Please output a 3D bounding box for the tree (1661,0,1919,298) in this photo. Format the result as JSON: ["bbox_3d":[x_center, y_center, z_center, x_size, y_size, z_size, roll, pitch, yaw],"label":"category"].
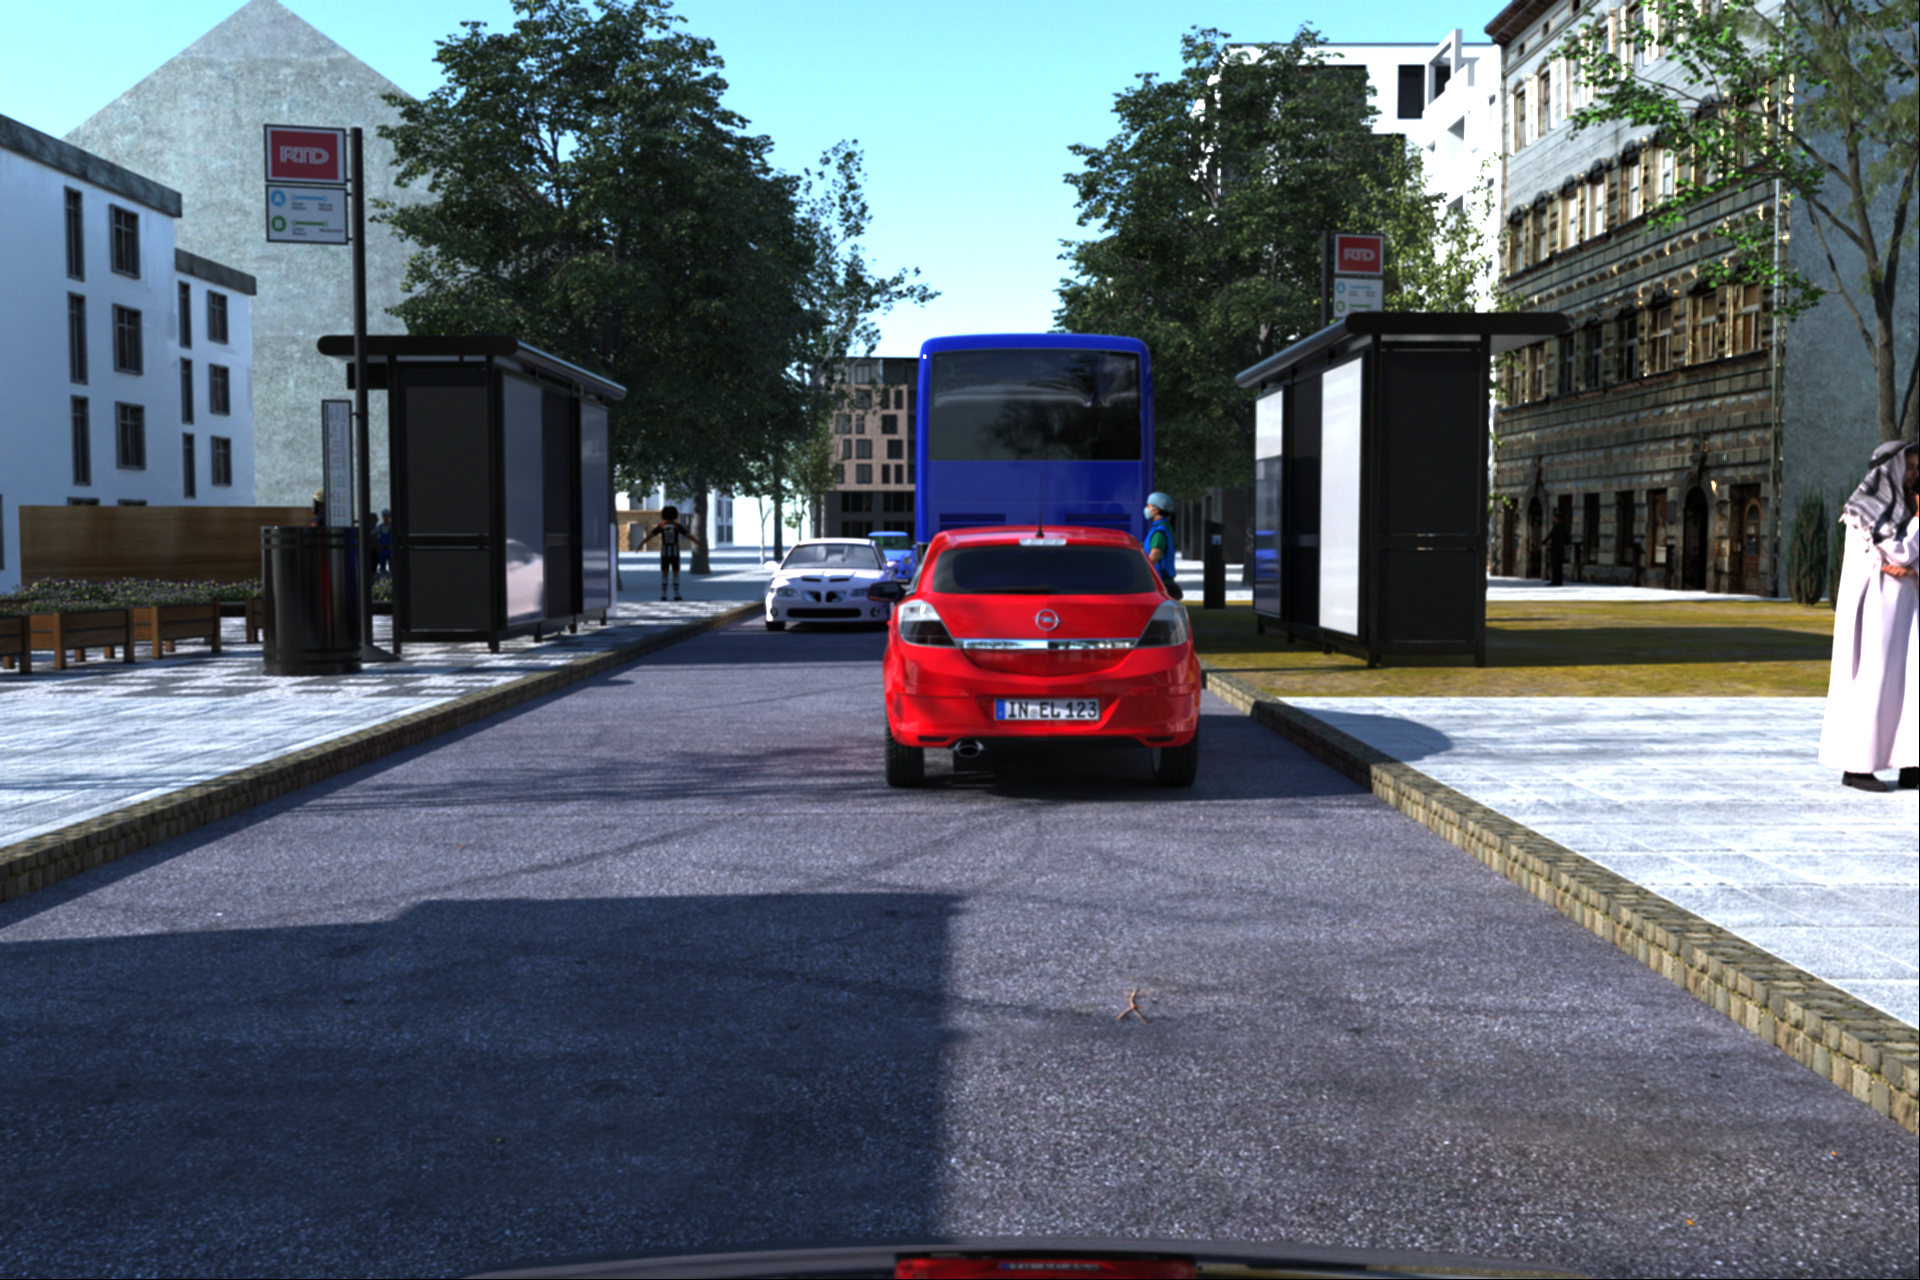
[{"bbox_3d":[7.422,-3.759,11.816,4.360,8.622,3.978,0,3,0],"label":"tree"}]

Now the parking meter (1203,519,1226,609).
[{"bbox_3d":[4.383,-1.308,29.801,0.372,1.533,0.369,0,3,0],"label":"parking meter"}]

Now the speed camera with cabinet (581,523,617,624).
[{"bbox_3d":[-5.549,-1.905,25.490,0.660,3.252,2.038,0,4,0],"label":"speed camera with cabinet"}]

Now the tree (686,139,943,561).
[{"bbox_3d":[-7.548,-13.867,82.609,12.611,20.169,13.585,0,3,0],"label":"tree"}]

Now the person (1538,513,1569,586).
[{"bbox_3d":[14.770,-2.245,42.924,1.346,1.802,0.704,-3,5,-42],"label":"person"}]

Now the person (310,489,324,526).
[{"bbox_3d":[-8.075,-0.990,21.963,0.705,1.856,1.354,1,4,14],"label":"person"}]

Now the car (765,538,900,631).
[{"bbox_3d":[-1.959,-0.908,27.208,2.083,1.381,4.827,0,3,0],"label":"car"}]

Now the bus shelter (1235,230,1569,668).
[{"bbox_3d":[4.640,-2.633,20.681,2.179,5.291,8.768,0,4,-1],"label":"bus shelter"}]

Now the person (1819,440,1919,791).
[{"bbox_3d":[4.645,-0.118,8.641,0.621,1.740,0.551,3,5,41],"label":"person"}]

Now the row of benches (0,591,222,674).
[{"bbox_3d":[-8.649,-0.090,16.936,1.422,0.672,4.104,1,4,11],"label":"row of benches"}]

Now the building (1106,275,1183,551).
[{"bbox_3d":[25.749,-18.350,143.997,27.936,21.610,32.646,0,4,0],"label":"building"}]

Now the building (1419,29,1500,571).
[{"bbox_3d":[23.079,-12.848,66.481,16.016,20.090,11.380,0,4,0],"label":"building"}]

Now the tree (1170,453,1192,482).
[{"bbox_3d":[6.508,-8.376,71.361,8.767,10.594,7.601,0,4,3],"label":"tree"}]

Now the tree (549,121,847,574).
[{"bbox_3d":[-8.303,-9.084,55.186,9.857,13.997,8.962,0,3,0],"label":"tree"}]

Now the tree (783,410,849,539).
[{"bbox_3d":[-8.425,-9.106,99.249,4.737,8.622,4.395,0,3,0],"label":"tree"}]

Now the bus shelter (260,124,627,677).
[{"bbox_3d":[-5.726,-2.577,19.772,2.179,5.291,8.768,0,3,0],"label":"bus shelter"}]

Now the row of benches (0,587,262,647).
[{"bbox_3d":[-9.168,-0.288,20.168,4.104,0.672,1.422,-1,4,-16],"label":"row of benches"}]

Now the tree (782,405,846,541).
[{"bbox_3d":[-8.774,-8.715,92.857,4.360,8.622,3.978,0,3,0],"label":"tree"}]

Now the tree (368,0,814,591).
[{"bbox_3d":[-8.137,-8.097,39.034,9.857,13.997,8.962,0,3,0],"label":"tree"}]

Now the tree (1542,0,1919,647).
[{"bbox_3d":[10.442,-5.702,18.992,9.928,11.665,9.643,0,3,0],"label":"tree"}]

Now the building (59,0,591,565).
[{"bbox_3d":[-28.277,-15.224,79.845,19.493,23.208,18.063,0,4,0],"label":"building"}]

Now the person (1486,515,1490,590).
[{"bbox_3d":[11.450,-1.927,38.235,0.721,1.740,1.216,1,4,18],"label":"person"}]

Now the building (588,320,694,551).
[{"bbox_3d":[-27.321,-16.879,132.385,16.016,20.090,11.380,0,4,1],"label":"building"}]

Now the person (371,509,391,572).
[{"bbox_3d":[-12.876,-2.021,38.895,1.347,1.847,0.705,0,4,1],"label":"person"}]

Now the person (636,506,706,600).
[{"bbox_3d":[-5.607,-1.676,33.544,1.345,1.843,0.704,0,4,-3],"label":"person"}]

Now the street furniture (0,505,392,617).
[{"bbox_3d":[-11.682,-1.349,28.911,11.010,1.723,9.812,-1,4,-18],"label":"street furniture"}]

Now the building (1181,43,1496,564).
[{"bbox_3d":[25.083,-14.971,88.757,27.936,21.610,32.646,0,4,0],"label":"building"}]

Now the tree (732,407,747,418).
[{"bbox_3d":[-29.299,-21.425,206.193,12.611,20.169,13.585,0,3,0],"label":"tree"}]

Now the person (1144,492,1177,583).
[{"bbox_3d":[1.811,-0.456,16.044,0.704,1.817,1.347,1,4,16],"label":"person"}]

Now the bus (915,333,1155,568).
[{"bbox_3d":[0.739,-2.002,24.286,2.896,3.916,12.251,0,4,-1],"label":"bus"}]

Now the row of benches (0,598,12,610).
[{"bbox_3d":[-10.510,-0.055,16.360,1.422,0.672,4.104,1,4,9],"label":"row of benches"}]

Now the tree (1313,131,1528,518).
[{"bbox_3d":[8.585,-4.965,31.547,4.737,8.622,4.395,0,3,0],"label":"tree"}]

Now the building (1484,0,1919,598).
[{"bbox_3d":[25.458,-12.973,43.044,19.493,23.208,18.063,0,4,0],"label":"building"}]

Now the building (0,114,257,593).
[{"bbox_3d":[-23.690,-6.154,42.764,9.099,9.664,28.070,0,4,0],"label":"building"}]

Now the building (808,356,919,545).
[{"bbox_3d":[-1.575,-22.225,209.816,32.646,21.610,27.936,0,4,-7],"label":"building"}]

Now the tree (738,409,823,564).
[{"bbox_3d":[-8.534,-7.504,73.045,4.360,8.622,3.978,0,3,0],"label":"tree"}]

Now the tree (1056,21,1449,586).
[{"bbox_3d":[7.196,-8.303,42.417,9.857,13.997,8.962,0,3,0],"label":"tree"}]

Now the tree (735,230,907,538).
[{"bbox_3d":[-9.593,-15.572,110.493,12.611,20.169,13.585,0,3,0],"label":"tree"}]

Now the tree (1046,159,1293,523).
[{"bbox_3d":[7.024,-9.403,60.390,9.857,13.997,8.962,0,3,0],"label":"tree"}]

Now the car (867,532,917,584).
[{"bbox_3d":[-2.080,-2.492,50.339,1.945,1.707,3.694,0,3,0],"label":"car"}]

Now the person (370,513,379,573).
[{"bbox_3d":[-14.620,-2.271,43.258,0.705,1.813,1.348,-2,4,-31],"label":"person"}]

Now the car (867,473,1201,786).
[{"bbox_3d":[0.445,-0.139,11.319,2.155,1.783,4.494,0,4,0],"label":"car"}]

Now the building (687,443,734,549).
[{"bbox_3d":[-25.808,-13.541,163.534,9.099,9.664,28.070,0,4,-1],"label":"building"}]
